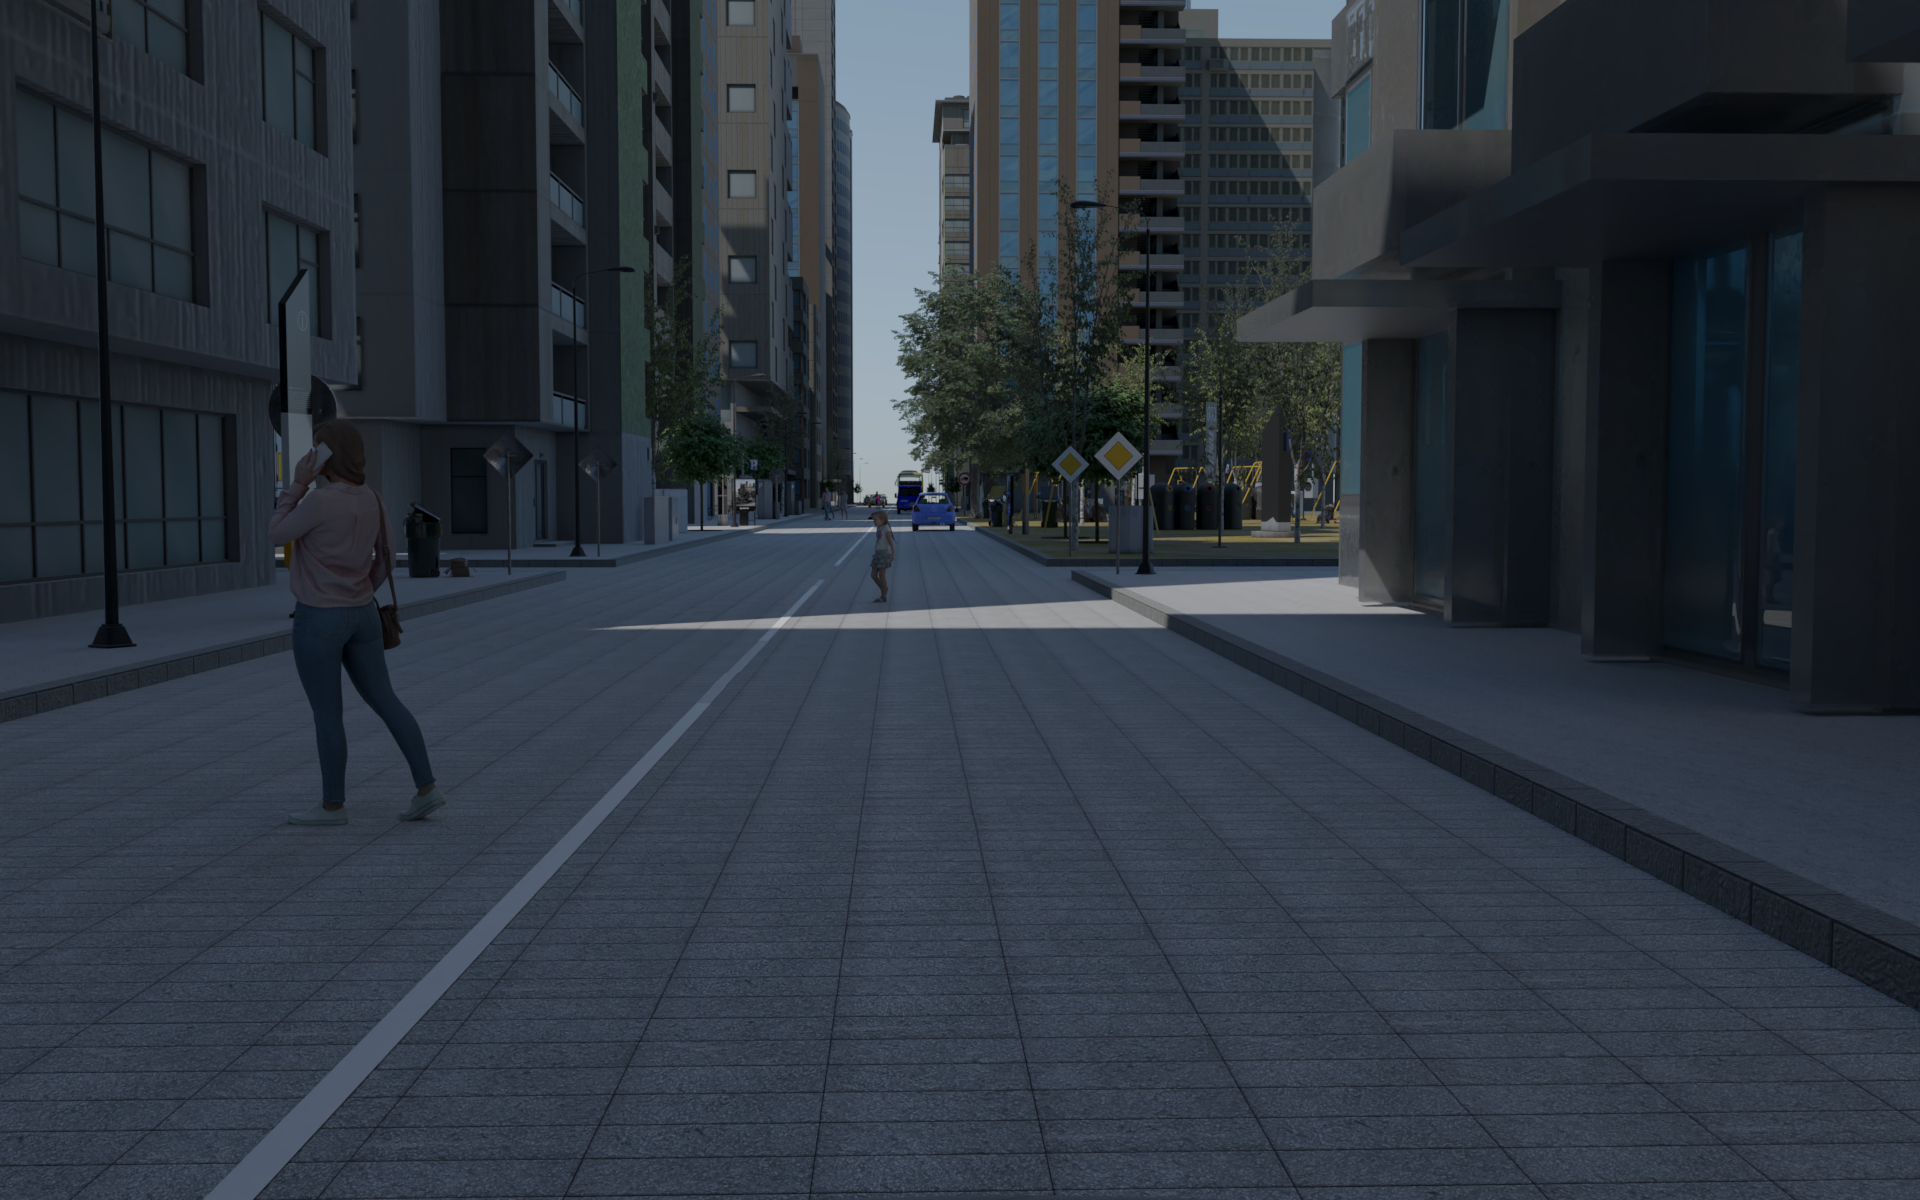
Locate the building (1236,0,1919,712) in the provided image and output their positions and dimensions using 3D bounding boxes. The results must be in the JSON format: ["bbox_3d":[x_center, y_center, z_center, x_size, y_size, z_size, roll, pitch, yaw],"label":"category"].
[{"bbox_3d":[15.319,-23.920,10.702,23.786,49.044,30.456,0,4,-2],"label":"building"}]

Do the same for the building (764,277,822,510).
[{"bbox_3d":[-26.739,-18.767,151.881,27.650,21.520,28.899,0,4,-2],"label":"building"}]

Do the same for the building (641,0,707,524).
[{"bbox_3d":[-18.385,-18.332,71.423,14.160,30.474,14.107,0,4,-2],"label":"building"}]

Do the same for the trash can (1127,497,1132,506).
[{"bbox_3d":[8.839,-4.875,91.355,0.748,1.137,0.748,0,3,0],"label":"trash can"}]

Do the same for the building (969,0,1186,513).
[{"bbox_3d":[7.820,-28.957,123.559,14.600,45.320,14.200,0,4,-2],"label":"building"}]

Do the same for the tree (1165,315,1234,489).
[{"bbox_3d":[11.093,-7.469,72.478,4.737,8.622,4.395,0,3,0],"label":"tree"}]

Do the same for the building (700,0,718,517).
[{"bbox_3d":[-20.667,-27.089,93.021,14.600,45.320,14.200,0,4,-2],"label":"building"}]

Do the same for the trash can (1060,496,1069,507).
[{"bbox_3d":[6.521,-5.921,108.457,0.748,1.137,0.748,0,3,0],"label":"trash can"}]

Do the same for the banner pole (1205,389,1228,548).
[{"bbox_3d":[6.084,-3.139,41.345,0.401,3.779,0.863,3,5,43],"label":"banner pole"}]

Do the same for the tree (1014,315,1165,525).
[{"bbox_3d":[5.206,-7.354,70.607,4.737,8.622,4.395,0,3,0],"label":"tree"}]

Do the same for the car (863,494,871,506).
[{"bbox_3d":[-10.802,-12.137,210.444,2.014,1.417,4.499,0,4,0],"label":"car"}]

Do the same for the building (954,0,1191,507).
[{"bbox_3d":[10.978,-52.371,168.931,22.319,86.520,31.000,0,4,-2],"label":"building"}]

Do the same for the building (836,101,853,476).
[{"bbox_3d":[-26.546,-43.468,252.701,21.231,58.520,28.212,0,4,-2],"label":"building"}]

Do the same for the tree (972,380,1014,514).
[{"bbox_3d":[3.800,-9.427,104.495,4.737,8.622,4.395,0,3,0],"label":"tree"}]

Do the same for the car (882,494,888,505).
[{"bbox_3d":[-10.136,-12.905,219.798,1.959,1.807,4.718,0,4,-1],"label":"car"}]

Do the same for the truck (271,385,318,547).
[{"bbox_3d":[-17.519,-2.562,30.807,11.283,4.237,2.839,0,4,-4],"label":"truck"}]

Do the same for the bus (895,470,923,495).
[{"bbox_3d":[-5.198,-11.424,178.331,2.896,3.916,12.252,0,4,-3],"label":"bus"}]

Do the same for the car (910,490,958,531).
[{"bbox_3d":[-1.029,-3.587,68.243,1.945,1.707,3.694,0,4,0],"label":"car"}]

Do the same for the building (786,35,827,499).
[{"bbox_3d":[-20.701,-32.020,173.635,14.600,45.320,14.200,0,4,-2],"label":"building"}]

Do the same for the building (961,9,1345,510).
[{"bbox_3d":[16.391,-27.595,143.058,32.217,40.220,23.993,0,4,-2],"label":"building"}]

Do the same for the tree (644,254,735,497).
[{"bbox_3d":[-9.063,-6.238,52.354,4.737,8.622,4.395,0,3,0],"label":"tree"}]

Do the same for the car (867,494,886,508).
[{"bbox_3d":[-8.766,-10.521,182.244,2.015,1.641,3.980,0,4,-1],"label":"car"}]

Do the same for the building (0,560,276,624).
[{"bbox_3d":[-15.573,-20.572,19.952,14.086,41.232,14.154,0,4,-2],"label":"building"}]

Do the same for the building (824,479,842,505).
[{"bbox_3d":[-30.466,-31.443,205.968,32.217,40.220,23.993,0,4,-2],"label":"building"}]

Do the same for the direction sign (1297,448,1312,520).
[{"bbox_3d":[16.788,-5.661,84.551,0.876,3.537,0.379,-2,4,-28],"label":"direction sign"}]

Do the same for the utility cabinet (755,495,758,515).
[{"bbox_3d":[-13.050,-5.902,107.656,1.020,1.237,0.306,-2,4,-31],"label":"utility cabinet"}]

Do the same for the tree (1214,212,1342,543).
[{"bbox_3d":[8.883,-5.796,45.128,4.360,8.622,3.978,0,3,0],"label":"tree"}]

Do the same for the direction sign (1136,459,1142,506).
[{"bbox_3d":[6.112,-4.137,59.630,0.379,3.537,0.876,-1,4,-14],"label":"direction sign"}]

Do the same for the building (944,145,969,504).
[{"bbox_3d":[5.047,-31.942,205.843,14.154,41.232,14.086,0,4,-2],"label":"building"}]

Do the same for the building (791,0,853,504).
[{"bbox_3d":[-24.448,-48.303,228.003,20.563,71.187,20.611,0,4,-2],"label":"building"}]

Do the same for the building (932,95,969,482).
[{"bbox_3d":[10.938,-39.015,227.129,28.713,52.752,27.495,0,4,-2],"label":"building"}]

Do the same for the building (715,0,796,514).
[{"bbox_3d":[-26.000,-32.633,122.793,28.713,52.752,27.495,0,4,-2],"label":"building"}]

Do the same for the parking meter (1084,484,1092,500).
[{"bbox_3d":[7.184,-5.580,96.942,0.399,1.863,0.255,-1,4,-8],"label":"parking meter"}]

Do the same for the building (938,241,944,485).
[{"bbox_3d":[7.921,-36.746,255.419,22.147,44.769,28.867,0,4,-2],"label":"building"}]

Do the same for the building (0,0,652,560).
[{"bbox_3d":[-15.666,-21.895,41.580,14.154,41.232,14.086,0,4,-2],"label":"building"}]

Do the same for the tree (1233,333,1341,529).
[{"bbox_3d":[13.298,-6.973,64.371,4.737,8.622,4.395,0,3,0],"label":"tree"}]

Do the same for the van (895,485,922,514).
[{"bbox_3d":[-3.620,-7.387,125.156,2.240,2.365,5.245,0,4,-2],"label":"van"}]

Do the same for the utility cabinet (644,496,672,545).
[{"bbox_3d":[-7.795,-2.036,44.447,0.306,1.237,1.020,1,4,11],"label":"utility cabinet"}]

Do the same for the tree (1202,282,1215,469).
[{"bbox_3d":[8.747,-6.595,58.189,4.360,8.622,3.978,0,3,0],"label":"tree"}]

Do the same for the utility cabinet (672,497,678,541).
[{"bbox_3d":[-7.974,-2.234,47.692,0.306,1.237,1.020,0,4,0],"label":"utility cabinet"}]

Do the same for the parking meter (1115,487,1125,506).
[{"bbox_3d":[5.721,-3.275,61.957,0.372,1.533,0.369,0,3,0],"label":"parking meter"}]
